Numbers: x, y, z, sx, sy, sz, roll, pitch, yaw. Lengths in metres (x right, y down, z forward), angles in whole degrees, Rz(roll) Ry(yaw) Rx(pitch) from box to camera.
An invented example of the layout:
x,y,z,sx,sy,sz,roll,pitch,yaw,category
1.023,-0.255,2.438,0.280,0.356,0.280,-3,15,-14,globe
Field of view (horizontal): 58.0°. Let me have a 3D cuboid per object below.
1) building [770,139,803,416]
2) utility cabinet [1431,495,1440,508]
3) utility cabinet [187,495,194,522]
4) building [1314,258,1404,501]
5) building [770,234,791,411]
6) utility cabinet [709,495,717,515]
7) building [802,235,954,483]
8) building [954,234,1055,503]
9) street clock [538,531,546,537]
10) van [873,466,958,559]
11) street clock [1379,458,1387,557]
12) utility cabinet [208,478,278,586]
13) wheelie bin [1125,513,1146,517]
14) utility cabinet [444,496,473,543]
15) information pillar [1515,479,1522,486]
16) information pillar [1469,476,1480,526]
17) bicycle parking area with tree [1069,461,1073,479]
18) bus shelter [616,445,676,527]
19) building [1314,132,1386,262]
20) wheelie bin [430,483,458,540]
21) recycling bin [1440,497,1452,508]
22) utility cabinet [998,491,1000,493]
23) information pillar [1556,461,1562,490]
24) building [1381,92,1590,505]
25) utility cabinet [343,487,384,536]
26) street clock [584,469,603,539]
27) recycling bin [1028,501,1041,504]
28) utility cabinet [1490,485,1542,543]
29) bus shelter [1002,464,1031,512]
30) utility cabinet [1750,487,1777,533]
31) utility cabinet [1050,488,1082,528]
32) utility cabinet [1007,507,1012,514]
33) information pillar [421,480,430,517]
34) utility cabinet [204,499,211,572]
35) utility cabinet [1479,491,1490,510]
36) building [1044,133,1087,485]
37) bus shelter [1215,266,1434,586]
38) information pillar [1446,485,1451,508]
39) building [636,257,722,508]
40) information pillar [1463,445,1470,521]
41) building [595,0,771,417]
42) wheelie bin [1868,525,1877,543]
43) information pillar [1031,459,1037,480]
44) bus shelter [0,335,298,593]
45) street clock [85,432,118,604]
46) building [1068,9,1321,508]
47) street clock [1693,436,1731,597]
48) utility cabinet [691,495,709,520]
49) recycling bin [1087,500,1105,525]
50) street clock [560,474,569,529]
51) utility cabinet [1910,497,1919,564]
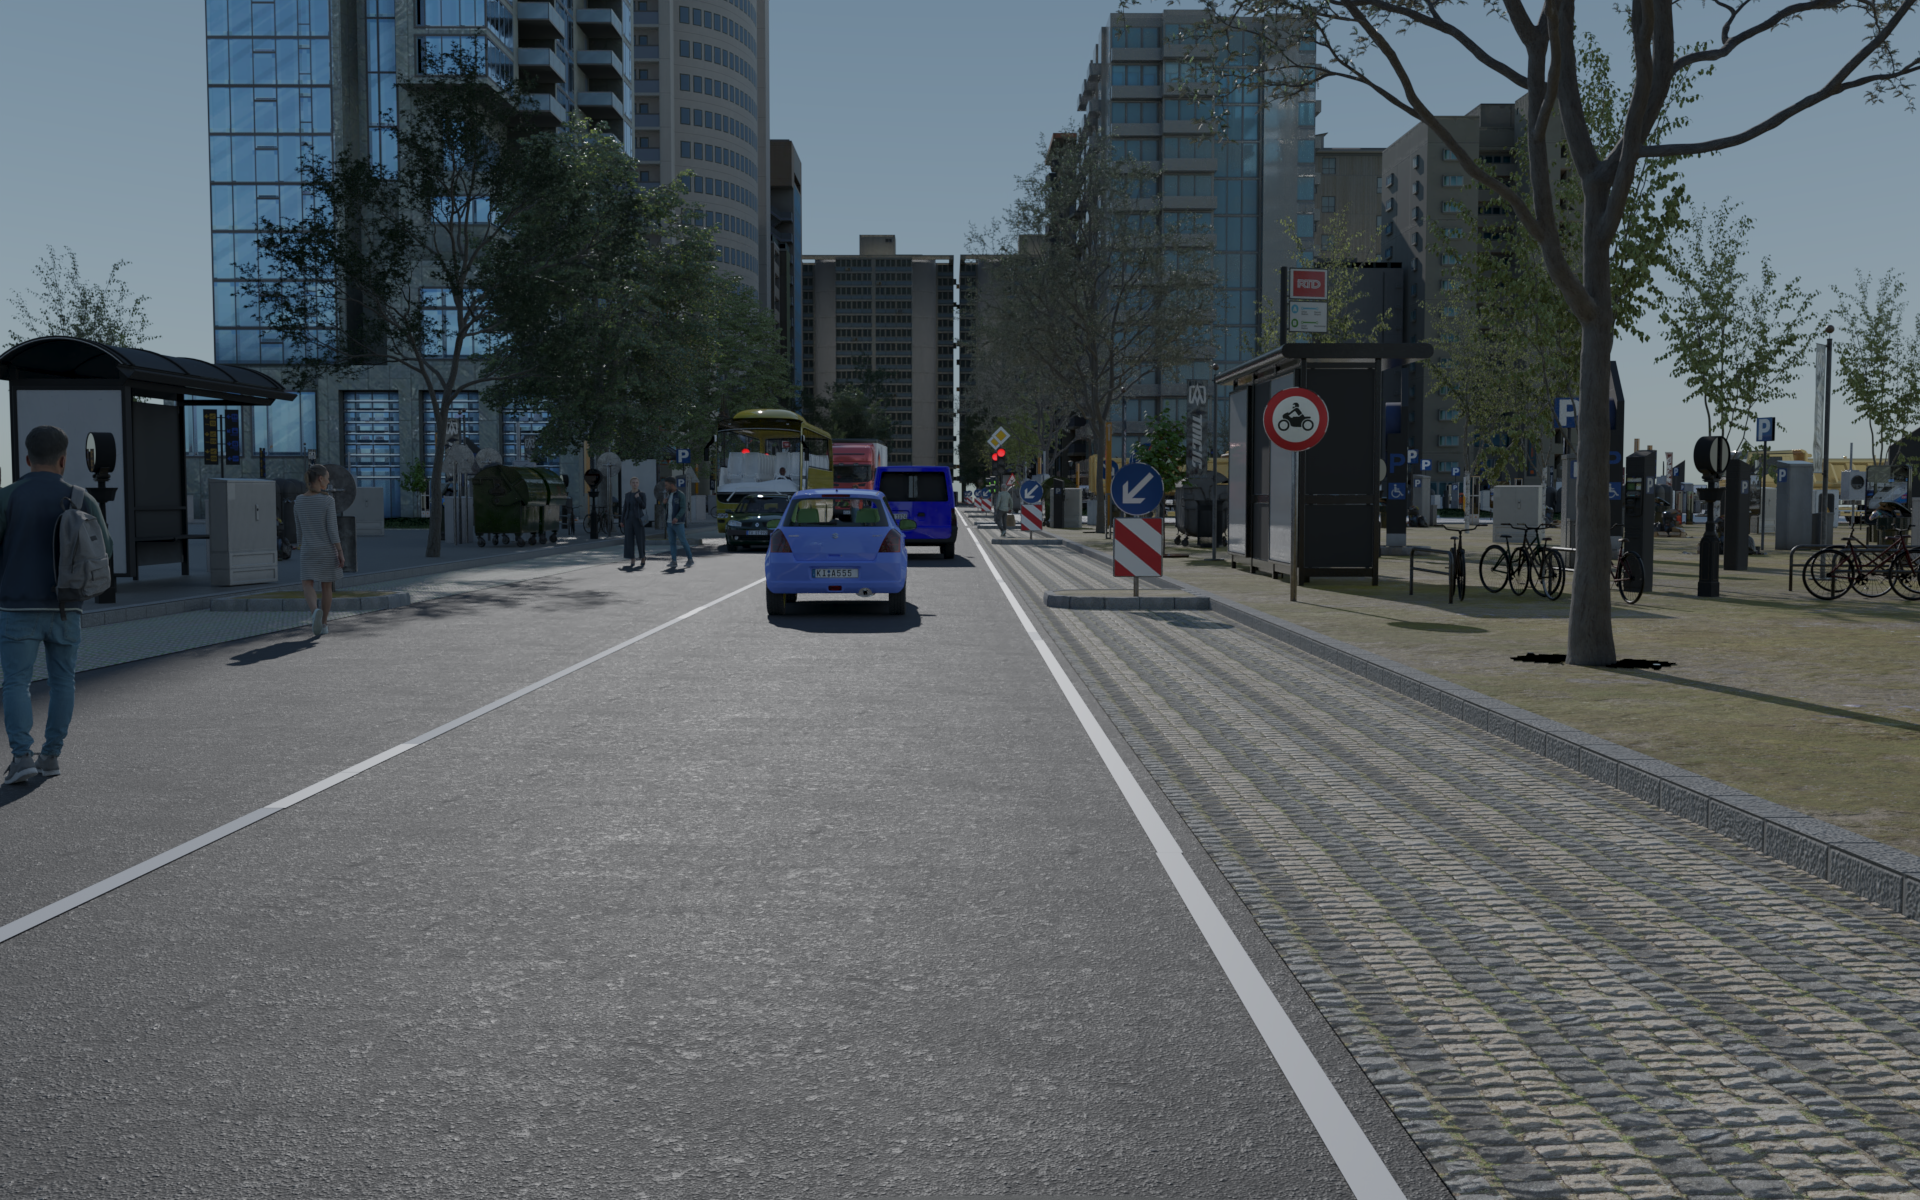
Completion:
x,y,z,sx,sy,sz,roll,pitch,yaw,category
-27.200,-34.530,214.683,14.200,45.320,14.600,0,4,0,building
32.610,-6.584,118.814,0.306,1.237,1.020,3,4,37,utility cabinet
-35.922,-4.220,80.162,0.306,1.237,1.020,1,4,11,utility cabinet
46.497,-27.184,216.163,14.107,30.474,14.160,0,4,0,building
-26.247,-25.632,190.790,14.160,30.474,14.107,0,4,0,building
-14.985,-5.840,106.642,1.020,1.237,0.306,1,4,14,utility cabinet
-12.515,-34.886,262.265,23.993,40.220,32.217,0,4,0,building
11.481,-34.862,261.868,23.993,40.220,32.217,0,4,0,building
-12.417,-2.864,51.398,0.358,2.002,0.471,-1,4,-23,street clock
-1.104,-2.175,39.945,2.240,2.365,5.245,0,4,-2,van
8.412,-1.867,35.093,0.471,2.002,0.358,-3,5,-42,street clock
-10.099,-0.964,24.448,0.318,1.500,1.173,1,4,10,utility cabinet
6.057,-3.162,59.600,0.693,1.594,0.980,-3,4,-38,wheelie bin
-13.256,-2.121,45.848,0.306,1.237,1.020,1,4,13,utility cabinet
26.428,-4.741,82.007,0.304,2.012,0.304,1,4,9,information pillar
21.006,-4.051,70.724,0.304,2.012,0.304,-1,4,-10,information pillar
12.165,-9.987,150.286,8.231,4.147,9.016,1,4,19,bicycle parking area with tree
-12.422,-4.601,69.153,2.014,3.302,5.546,0,4,0,bus shelter
60.128,-41.062,260.600,27.495,52.752,28.713,0,4,0,building
-14.340,-2.467,48.238,0.693,1.594,0.980,-3,4,-36,wheelie bin
42.252,-8.438,150.523,0.722,1.027,0.722,-3,4,-36,recycling bin
3.392,-7.272,127.577,1.173,1.500,0.318,-1,4,-11,utility cabinet
40.676,-7.709,117.388,0.504,3.616,0.183,2,4,34,information pillar
64.571,-35.987,212.083,21.600,48.544,21.300,0,4,0,building
-18.204,-2.702,52.849,1.173,1.500,0.318,-1,4,-20,utility cabinet
-10.433,-2.738,49.335,0.471,2.002,0.358,0,4,4,street clock
3.757,-4.492,86.001,0.722,1.027,0.722,0,4,-4,recycling bin
14.392,-2.205,44.738,1.173,1.500,0.318,3,4,37,utility cabinet
3.724,-7.622,118.535,2.014,3.302,5.546,0,4,0,bus shelter
26.283,-2.933,56.636,1.173,1.500,0.318,-3,5,-39,utility cabinet
3.984,-3.454,65.152,1.173,1.500,0.318,1,4,23,utility cabinet
3.192,-6.316,114.425,0.306,1.237,1.020,-1,4,-23,utility cabinet
-26.160,-4.909,84.752,0.304,2.012,0.304,2,4,31,information pillar
-12.345,-1.097,29.101,0.306,1.237,1.020,0,4,-2,utility cabinet
33.039,-6.069,107.911,1.173,1.500,0.318,-1,4,-12,utility cabinet
21.386,-33.809,207.402,22.147,44.769,28.867,0,4,0,building
5.491,-3.100,28.319,2.179,5.291,8.768,0,4,0,bus shelter
39.698,-8.333,140.739,0.304,2.012,0.304,-3,5,-42,information pillar
-34.891,-18.030,139.823,27.650,21.520,28.899,0,4,0,building
24.365,-5.621,83.265,0.183,3.616,0.504,-1,4,-9,information pillar
-30.395,-38.335,168.781,21.231,58.520,28.212,0,4,0,building
24.442,-2.325,45.919,0.693,1.594,0.980,1,4,8,wheelie bin
4.741,-7.323,111.093,0.183,3.616,0.504,-3,5,-44,information pillar
-11.530,-1.894,24.886,2.014,3.302,5.546,0,4,0,bus shelter
-10.056,-0.963,20.316,0.358,2.002,0.471,-3,5,-40,street clock
23.559,-34.092,177.012,23.786,49.044,30.456,0,4,0,building
9.361,-1.042,21.604,0.471,2.002,0.358,-3,4,-36,street clock
-12.969,-4.568,85.849,0.306,1.237,1.020,1,4,19,utility cabinet
5.702,-3.575,71.010,0.722,1.027,0.722,-3,5,-45,recycling bin
-14.593,-3.627,63.877,0.358,2.002,0.471,-2,4,-30,street clock
17.996,-1.255,31.675,0.306,1.237,1.020,-3,5,-43,utility cabinet
